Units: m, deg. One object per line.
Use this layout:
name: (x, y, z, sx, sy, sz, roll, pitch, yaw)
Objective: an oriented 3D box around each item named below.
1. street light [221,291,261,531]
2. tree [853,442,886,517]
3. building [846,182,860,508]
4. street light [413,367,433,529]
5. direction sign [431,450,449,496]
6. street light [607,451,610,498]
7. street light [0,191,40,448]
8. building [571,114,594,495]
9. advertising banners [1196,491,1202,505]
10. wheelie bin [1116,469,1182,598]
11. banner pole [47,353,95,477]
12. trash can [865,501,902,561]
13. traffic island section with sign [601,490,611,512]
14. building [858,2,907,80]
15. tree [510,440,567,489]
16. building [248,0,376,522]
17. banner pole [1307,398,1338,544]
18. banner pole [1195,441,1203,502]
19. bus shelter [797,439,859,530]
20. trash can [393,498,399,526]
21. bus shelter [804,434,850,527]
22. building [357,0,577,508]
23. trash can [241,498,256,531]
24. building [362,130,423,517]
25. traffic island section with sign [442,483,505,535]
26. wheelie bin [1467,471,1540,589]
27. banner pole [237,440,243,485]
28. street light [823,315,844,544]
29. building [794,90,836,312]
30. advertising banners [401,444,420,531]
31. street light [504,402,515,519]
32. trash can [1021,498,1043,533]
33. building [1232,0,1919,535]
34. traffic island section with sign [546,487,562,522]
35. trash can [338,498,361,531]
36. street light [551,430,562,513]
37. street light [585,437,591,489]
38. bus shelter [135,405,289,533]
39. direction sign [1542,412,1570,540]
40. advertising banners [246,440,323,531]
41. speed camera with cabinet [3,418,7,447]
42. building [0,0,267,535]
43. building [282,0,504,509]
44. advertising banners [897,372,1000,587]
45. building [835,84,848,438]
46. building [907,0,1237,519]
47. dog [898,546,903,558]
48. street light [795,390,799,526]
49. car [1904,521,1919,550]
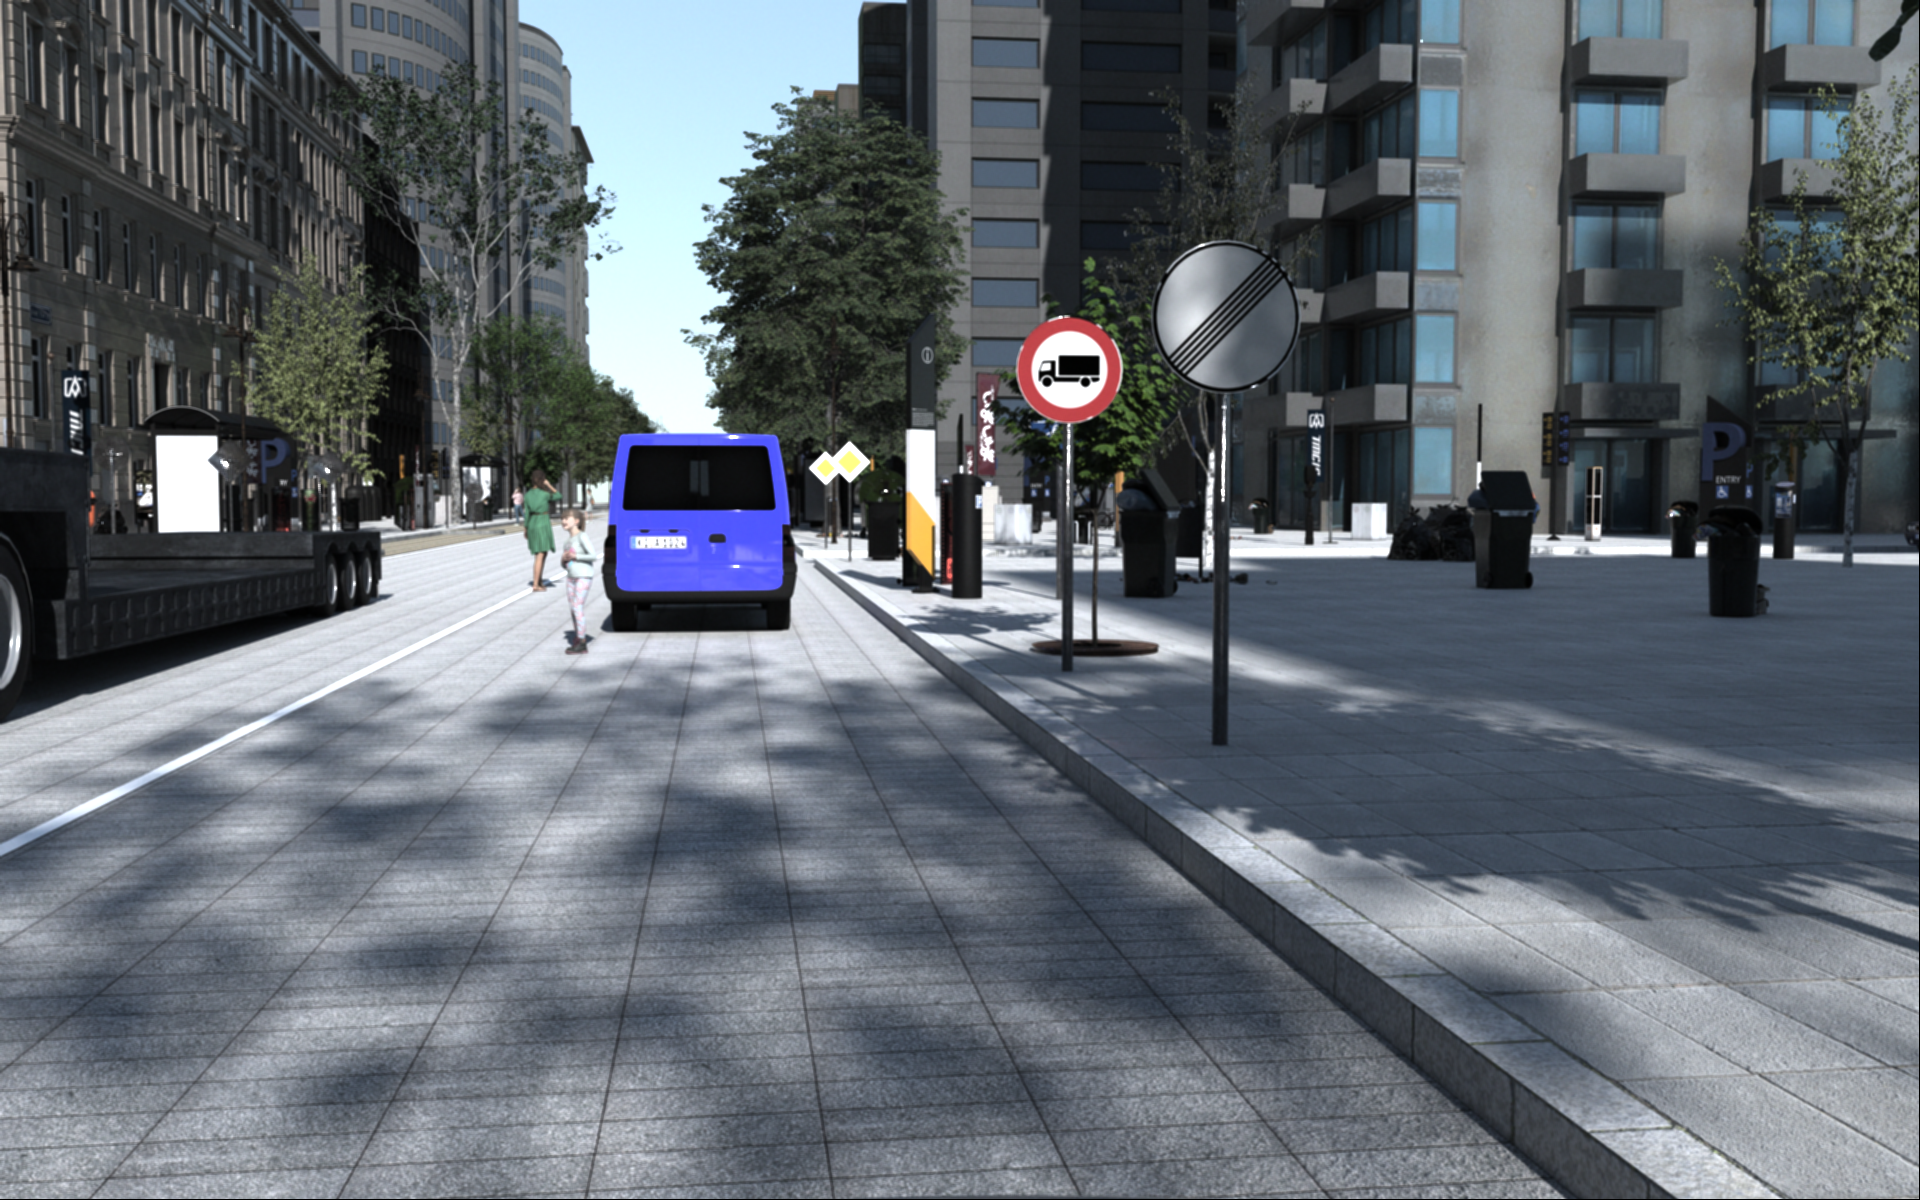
street light: (-16.357, -4.082, 39.529, 0.468, 5.910, 1.993, 0, 4, -8)
tree: (-5.526, -7.051, 99.003, 4.285, 4.588, 4.351, 0, 3, 0)
building: (-3.791, -23.952, 163.311, 14.160, 30.474, 14.107, 0, 4, -8)
street light: (-19.580, -5.533, 63.249, 0.468, 5.910, 1.993, 0, 4, -8)
direction sign: (-26.794, -5.954, 89.345, 0.876, 3.537, 0.379, -2, 4, -26)
street light: (-32.786, -11.565, 161.873, 0.468, 5.910, 1.993, 0, 4, -8)
street light: (-14.638, -3.294, 26.640, 0.468, 5.910, 1.993, 0, 4, -8)
building: (-66.263, -39.917, 241.873, 28.713, 52.752, 27.495, 0, 4, -8)
advertising banners: (10.566, -5.004, 78.003, 0.090, 3.025, 2.074, 2, 4, 25)
wheelie bin: (2.341, -0.839, 21.634, 0.693, 1.594, 0.980, 2, 4, 24)
banner pole: (-15.853, -2.494, 30.788, 0.863, 3.779, 0.401, -1, 4, -10)
trash can: (-1.475, -1.335, 33.485, 0.748, 1.137, 0.748, 0, 3, 0)
traffic island section with sign: (-27.564, -7.913, 138.009, 1.989, 1.847, 2.006, 0, 4, -8)
building: (-1.803, -28.468, 149.053, 14.154, 41.232, 14.086, 0, 4, -8)
tree: (-25.494, -7.400, 104.709, 4.285, 4.588, 4.351, 0, 3, 0)
building: (-36.288, -17.386, 81.523, 12.463, 27.353, 25.104, 0, 4, -8)
banner pole: (9.424, -3.366, 45.054, 0.863, 3.779, 0.401, 1, 4, 14)
banner pole: (11.243, -5.651, 82.407, 0.863, 3.779, 0.401, 0, 4, -7)
bus shelter: (-4.889, -4.282, 63.939, 2.014, 3.302, 5.546, 0, 4, -8)
trash can: (-22.383, -3.536, 69.467, 0.748, 1.137, 0.748, 0, 3, 0)
bus shelter: (-5.450, -4.867, 70.866, 1.731, 3.624, 6.357, 0, 4, -8)
building: (-59.789, -41.132, 214.514, 21.231, 58.520, 28.212, 0, 4, -8)
trash can: (-23.335, -2.738, 56.418, 0.748, 1.137, 0.748, 0, 3, 0)
building: (-39.510, -16.658, 102.044, 12.332, 23.373, 15.834, 0, 4, -8)
traffic island section with sign: (-17.294, -3.245, 61.681, 1.989, 1.847, 2.006, 0, 4, -8)
wheelie bin: (7.371, -0.962, 23.630, 0.980, 1.594, 0.693, 0, 4, -8)
banner pole: (-22.935, -3.998, 55.387, 0.863, 3.779, 0.401, 3, 5, 40)
street light: (-3.268, -4.406, 44.819, 0.468, 5.910, 1.993, 0, 4, -8)
building: (-14.174, -43.940, 260.420, 21.231, 58.520, 28.212, 0, 4, -8)
advertising banners: (-19.164, -3.934, 60.511, 0.090, 3.025, 2.074, 0, 3, 0)
street light: (-22.712, -7.004, 87.297, 0.468, 5.910, 1.993, 0, 4, -8)
trash can: (2.364, -2.767, 56.900, 0.748, 1.137, 0.748, 0, 3, 0)
building: (25.483, -27.178, 63.968, 30.456, 49.044, 23.786, 0, 4, -8)
traffic island section with sign: (-20.895, -4.879, 88.395, 1.989, 1.847, 2.006, 0, 4, -8)
trash can: (-20.812, -2.900, 59.067, 0.748, 1.137, 0.748, 0, 3, 0)
street light: (-25.866, -8.420, 110.451, 0.468, 5.910, 1.993, 0, 4, -8)
street light: (-29.706, -10.148, 138.708, 0.468, 5.910, 1.993, 0, 4, -8)
bus shelter: (-18.121, -2.959, 42.305, 2.014, 3.302, 5.546, 0, 4, -7)
direction sign: (16.484, -3.424, 47.979, 0.379, 3.537, 0.876, -2, 4, -34)
advertising banners: (-18.151, -3.069, 46.362, 2.074, 3.025, 0.090, -3, 4, -36)
speed camera with cabinet: (-25.520, -3.093, 44.911, 2.038, 3.252, 0.660, 0, 4, -7)
building: (-32.177, -15.853, 56.466, 12.463, 27.353, 25.104, 0, 4, -8)
building: (-50.958, -37.333, 152.388, 21.231, 58.520, 28.212, 0, 4, -8)
advertising banners: (-0.119, -1.736, 24.566, 0.090, 3.025, 2.074, 3, 5, 44)
building: (-5.809, -30.178, 177.003, 14.154, 41.232, 14.086, 0, 4, -8)
building: (7.378, -34.235, 101.736, 21.231, 58.520, 28.212, 0, 4, -8)
dog: (-1.377, -1.012, 35.840, 0.540, 0.507, 0.406, -1, 4, -12)
street light: (-6.475, -5.854, 68.495, 0.468, 5.910, 1.993, 0, 4, -8)
car: (24.606, -1.742, 41.063, 3.894, 1.354, 1.945, -1, 4, -8)
